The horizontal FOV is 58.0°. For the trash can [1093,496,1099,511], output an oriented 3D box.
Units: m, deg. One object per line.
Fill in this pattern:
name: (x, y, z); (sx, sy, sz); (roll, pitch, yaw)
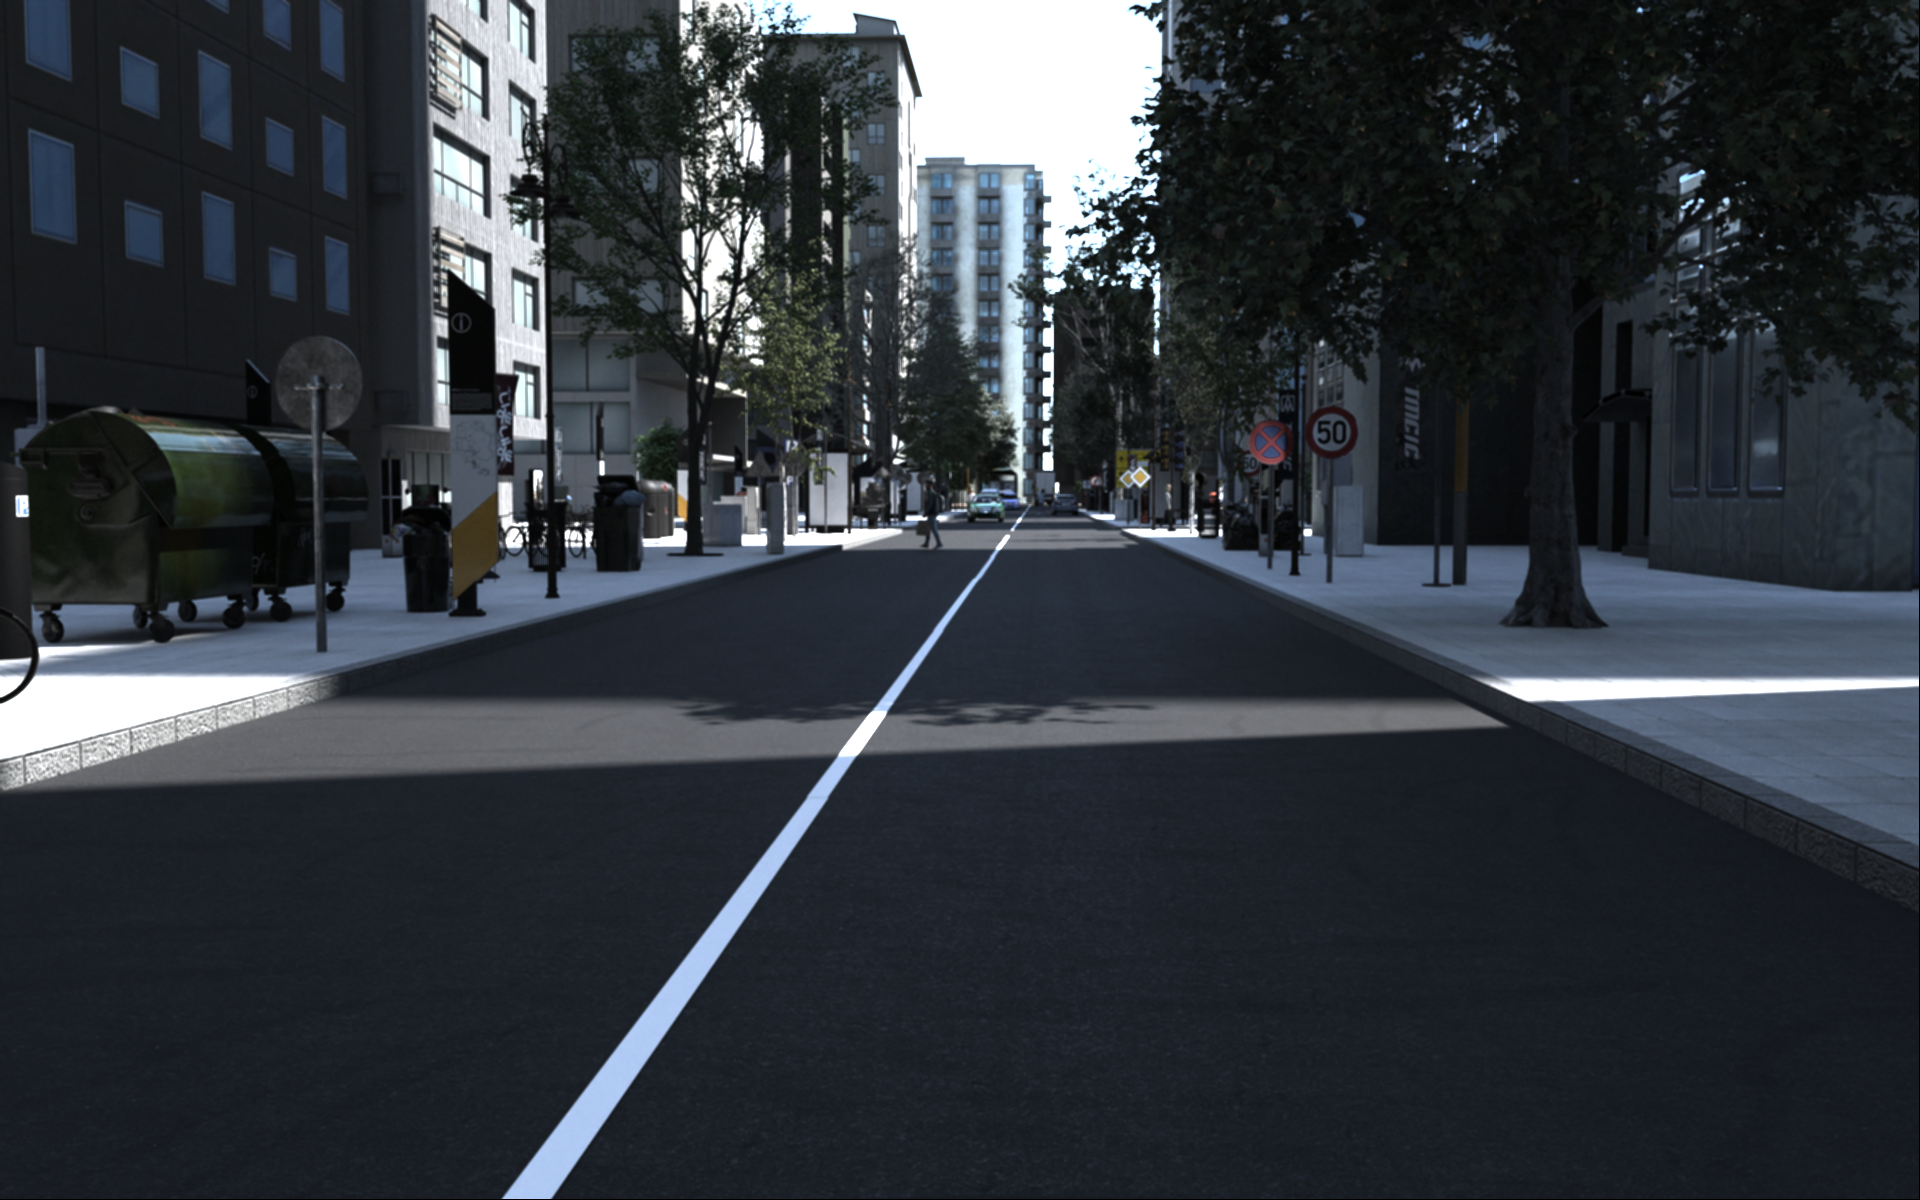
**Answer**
trash can: (10.422, -7.310, 131.171); (0.748, 1.137, 0.748); (0, 3, 0)

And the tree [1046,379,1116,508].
tree: (11.337, -14.077, 155.918); (9.928, 11.665, 9.643); (0, 3, 0)

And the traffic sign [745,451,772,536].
traffic sign: (-6.067, -3.204, 52.386); (0.884, 2.594, 0.081); (0, 4, 7)

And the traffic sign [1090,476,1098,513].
traffic sign: (9.321, -7.272, 119.007); (0.768, 2.556, 0.104); (0, 4, 4)

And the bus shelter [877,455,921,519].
bus shelter: (-3.388, -5.974, 91.598); (2.014, 3.302, 5.546); (0, 4, 3)

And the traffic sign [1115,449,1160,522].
traffic sign: (8.203, -5.196, 78.834); (2.265, 3.308, 0.079); (0, 4, 4)

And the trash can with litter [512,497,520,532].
trash can with litter: (-15.845, -2.880, 58.143); (2.233, 1.210, 1.678); (0, 4, 7)

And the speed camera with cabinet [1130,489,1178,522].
speed camera with cabinet: (9.054, -5.244, 80.078); (2.038, 3.252, 0.660); (0, 4, -3)

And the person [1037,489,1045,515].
person: (5.654, -6.848, 120.727); (0.793, 1.790, 0.793); (3, 5, 41)

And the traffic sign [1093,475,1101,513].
traffic sign: (9.303, -7.061, 115.456); (0.884, 2.594, 0.081); (1, 4, 12)

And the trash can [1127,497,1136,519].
trash can: (8.924, -4.745, 89.228); (0.748, 1.137, 0.748); (0, 3, 0)

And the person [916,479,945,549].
person: (-0.774, -2.224, 44.854); (0.713, 1.824, 0.794); (1, 4, 18)

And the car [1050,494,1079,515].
car: (7.144, -6.498, 118.247); (2.014, 1.417, 4.499); (0, 4, 1)

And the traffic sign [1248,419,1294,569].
traffic sign: (5.326, -1.810, 29.699); (0.768, 2.556, 0.104); (1, 4, 9)

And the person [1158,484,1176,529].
person: (7.977, -3.541, 66.575); (0.728, 1.800, 0.709); (1, 4, 14)

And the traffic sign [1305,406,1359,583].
traffic sign: (5.353, -1.524, 25.029); (0.768, 2.556, 0.104); (0, 4, 4)

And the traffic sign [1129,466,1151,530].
traffic sign: (6.404, -3.546, 61.620); (0.795, 2.450, 0.064); (0, 4, 3)

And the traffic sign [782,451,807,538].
traffic sign: (-4.859, -3.093, 50.679); (0.768, 2.556, 0.104); (0, 4, 4)

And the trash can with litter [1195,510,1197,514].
trash can with litter: (14.738, -6.269, 113.563); (2.233, 1.210, 1.678); (0, 4, 4)

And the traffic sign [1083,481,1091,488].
traffic sign: (9.633, -7.906, 131.393); (0.606, 2.300, 0.079); (0, 4, 7)

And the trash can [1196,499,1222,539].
trash can: (7.206, -2.354, 50.143); (0.748, 1.137, 0.748); (0, 3, 0)

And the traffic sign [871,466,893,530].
traffic sign: (-2.780, -3.573, 62.055); (0.795, 2.450, 0.064); (0, 4, 3)

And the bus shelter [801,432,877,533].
bus shelter: (-4.197, -3.986, 59.092); (2.014, 3.302, 5.546); (0, 4, 3)

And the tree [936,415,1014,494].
tree: (0.728, -14.906, 178.118); (7.601, 10.594, 8.767); (1, 4, 12)

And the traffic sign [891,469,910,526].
traffic sign: (-2.418, -4.061, 70.032); (0.795, 2.450, 0.064); (0, 4, 3)

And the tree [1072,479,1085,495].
tree: (15.344, -13.875, 221.450); (1.663, 3.219, 1.824); (0, 3, 0)

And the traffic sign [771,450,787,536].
traffic sign: (-5.189, -3.150, 51.506); (0.884, 2.594, 0.081); (1, 4, 12)

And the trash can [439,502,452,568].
trash can: (-8.752, -1.142, 30.320); (0.748, 1.137, 0.748); (0, 3, 0)

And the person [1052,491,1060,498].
person: (11.015, -11.442, 195.584); (1.348, 1.824, 0.705); (1, 4, 21)

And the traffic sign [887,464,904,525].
traffic sign: (-2.729, -4.441, 72.721); (0.768, 2.556, 0.104); (0, 4, 4)

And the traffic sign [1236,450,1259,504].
traffic sign: (8.351, -3.055, 50.052); (0.768, 2.556, 0.104); (0, 4, 8)

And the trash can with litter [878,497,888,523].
trash can with litter: (-3.587, -4.033, 77.333); (1.055, 1.170, 0.624); (0, 4, 3)

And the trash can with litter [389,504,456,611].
trash can with litter: (-5.904, -0.475, 19.147); (0.624, 1.170, 1.055); (-1, 4, -8)

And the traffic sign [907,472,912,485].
traffic sign: (-3.037, -5.881, 96.262); (0.768, 2.556, 0.104); (0, 4, 4)

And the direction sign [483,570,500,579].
direction sign: (-7.210, -2.098, 26.303); (0.379, 3.537, 0.876); (0, 4, 4)

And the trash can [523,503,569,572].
trash can: (-6.855, -1.045, 28.738); (0.748, 1.137, 0.748); (0, 3, 0)

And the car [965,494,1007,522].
car: (1.368, -4.771, 89.800); (2.131, 1.459, 4.920); (0, 4, 3)

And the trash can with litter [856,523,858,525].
trash can with litter: (-5.102, -3.724, 71.951); (1.678, 1.210, 2.233); (0, 4, 7)

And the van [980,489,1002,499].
van: (2.225, -7.573, 130.823); (2.013, 2.044, 4.112); (0, 4, 4)

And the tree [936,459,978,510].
tree: (-0.084, -10.232, 151.009); (4.285, 4.588, 4.351); (0, 3, 0)

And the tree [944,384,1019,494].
tree: (2.295, -17.512, 192.974); (9.857, 13.997, 8.962); (0, 3, 0)

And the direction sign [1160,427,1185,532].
direction sign: (7.216, -4.093, 58.919); (0.876, 3.537, 0.379); (2, 4, 30)

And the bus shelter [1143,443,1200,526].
bus shelter: (8.685, -4.731, 71.275); (2.014, 3.302, 5.546); (0, 4, 3)

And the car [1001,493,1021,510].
car: (4.554, -9.037, 157.349); (1.945, 1.707, 3.694); (0, 4, 1)

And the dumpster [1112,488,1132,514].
dumpster: (10.566, -6.533, 112.575); (1.264, 1.857, 1.865); (0, 4, 2)

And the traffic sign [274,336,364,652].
traffic sign: (-5.188, -0.850, 14.004); (0.768, 2.556, 0.104); (0, 4, 8)

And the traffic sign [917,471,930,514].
traffic sign: (-2.044, -5.922, 96.934); (0.768, 2.556, 0.104); (0, 4, 7)

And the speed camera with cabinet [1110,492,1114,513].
speed camera with cabinet: (11.046, -7.403, 115.379); (2.038, 3.252, 0.660); (0, 4, -4)

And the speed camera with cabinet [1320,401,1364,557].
speed camera with cabinet: (8.015, -2.567, 36.302); (0.660, 3.252, 2.038); (0, 4, 2)

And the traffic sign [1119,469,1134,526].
traffic sign: (6.766, -4.034, 69.597); (0.795, 2.450, 0.064); (0, 4, 3)

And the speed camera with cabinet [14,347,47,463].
speed camera with cabinet: (-12.857, -1.746, 22.880); (2.038, 3.252, 0.660); (-2, 4, -33)

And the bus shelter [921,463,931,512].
bus shelter: (-2.976, -6.982, 108.087); (2.014, 3.302, 5.546); (0, 4, 3)

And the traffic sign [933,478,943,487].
traffic sign: (-1.687, -7.857, 128.466); (0.884, 2.594, 0.081); (1, 4, 11)

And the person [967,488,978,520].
person: (0.786, -5.185, 93.944); (0.731, 1.740, 0.598); (-2, 4, -24)

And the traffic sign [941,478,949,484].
traffic sign: (-1.244, -8.364, 136.865); (0.768, 2.556, 0.104); (1, 4, 9)

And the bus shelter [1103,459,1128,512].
bus shelter: (10.785, -7.860, 119.800); (1.731, 3.624, 6.357); (0, 4, 3)
